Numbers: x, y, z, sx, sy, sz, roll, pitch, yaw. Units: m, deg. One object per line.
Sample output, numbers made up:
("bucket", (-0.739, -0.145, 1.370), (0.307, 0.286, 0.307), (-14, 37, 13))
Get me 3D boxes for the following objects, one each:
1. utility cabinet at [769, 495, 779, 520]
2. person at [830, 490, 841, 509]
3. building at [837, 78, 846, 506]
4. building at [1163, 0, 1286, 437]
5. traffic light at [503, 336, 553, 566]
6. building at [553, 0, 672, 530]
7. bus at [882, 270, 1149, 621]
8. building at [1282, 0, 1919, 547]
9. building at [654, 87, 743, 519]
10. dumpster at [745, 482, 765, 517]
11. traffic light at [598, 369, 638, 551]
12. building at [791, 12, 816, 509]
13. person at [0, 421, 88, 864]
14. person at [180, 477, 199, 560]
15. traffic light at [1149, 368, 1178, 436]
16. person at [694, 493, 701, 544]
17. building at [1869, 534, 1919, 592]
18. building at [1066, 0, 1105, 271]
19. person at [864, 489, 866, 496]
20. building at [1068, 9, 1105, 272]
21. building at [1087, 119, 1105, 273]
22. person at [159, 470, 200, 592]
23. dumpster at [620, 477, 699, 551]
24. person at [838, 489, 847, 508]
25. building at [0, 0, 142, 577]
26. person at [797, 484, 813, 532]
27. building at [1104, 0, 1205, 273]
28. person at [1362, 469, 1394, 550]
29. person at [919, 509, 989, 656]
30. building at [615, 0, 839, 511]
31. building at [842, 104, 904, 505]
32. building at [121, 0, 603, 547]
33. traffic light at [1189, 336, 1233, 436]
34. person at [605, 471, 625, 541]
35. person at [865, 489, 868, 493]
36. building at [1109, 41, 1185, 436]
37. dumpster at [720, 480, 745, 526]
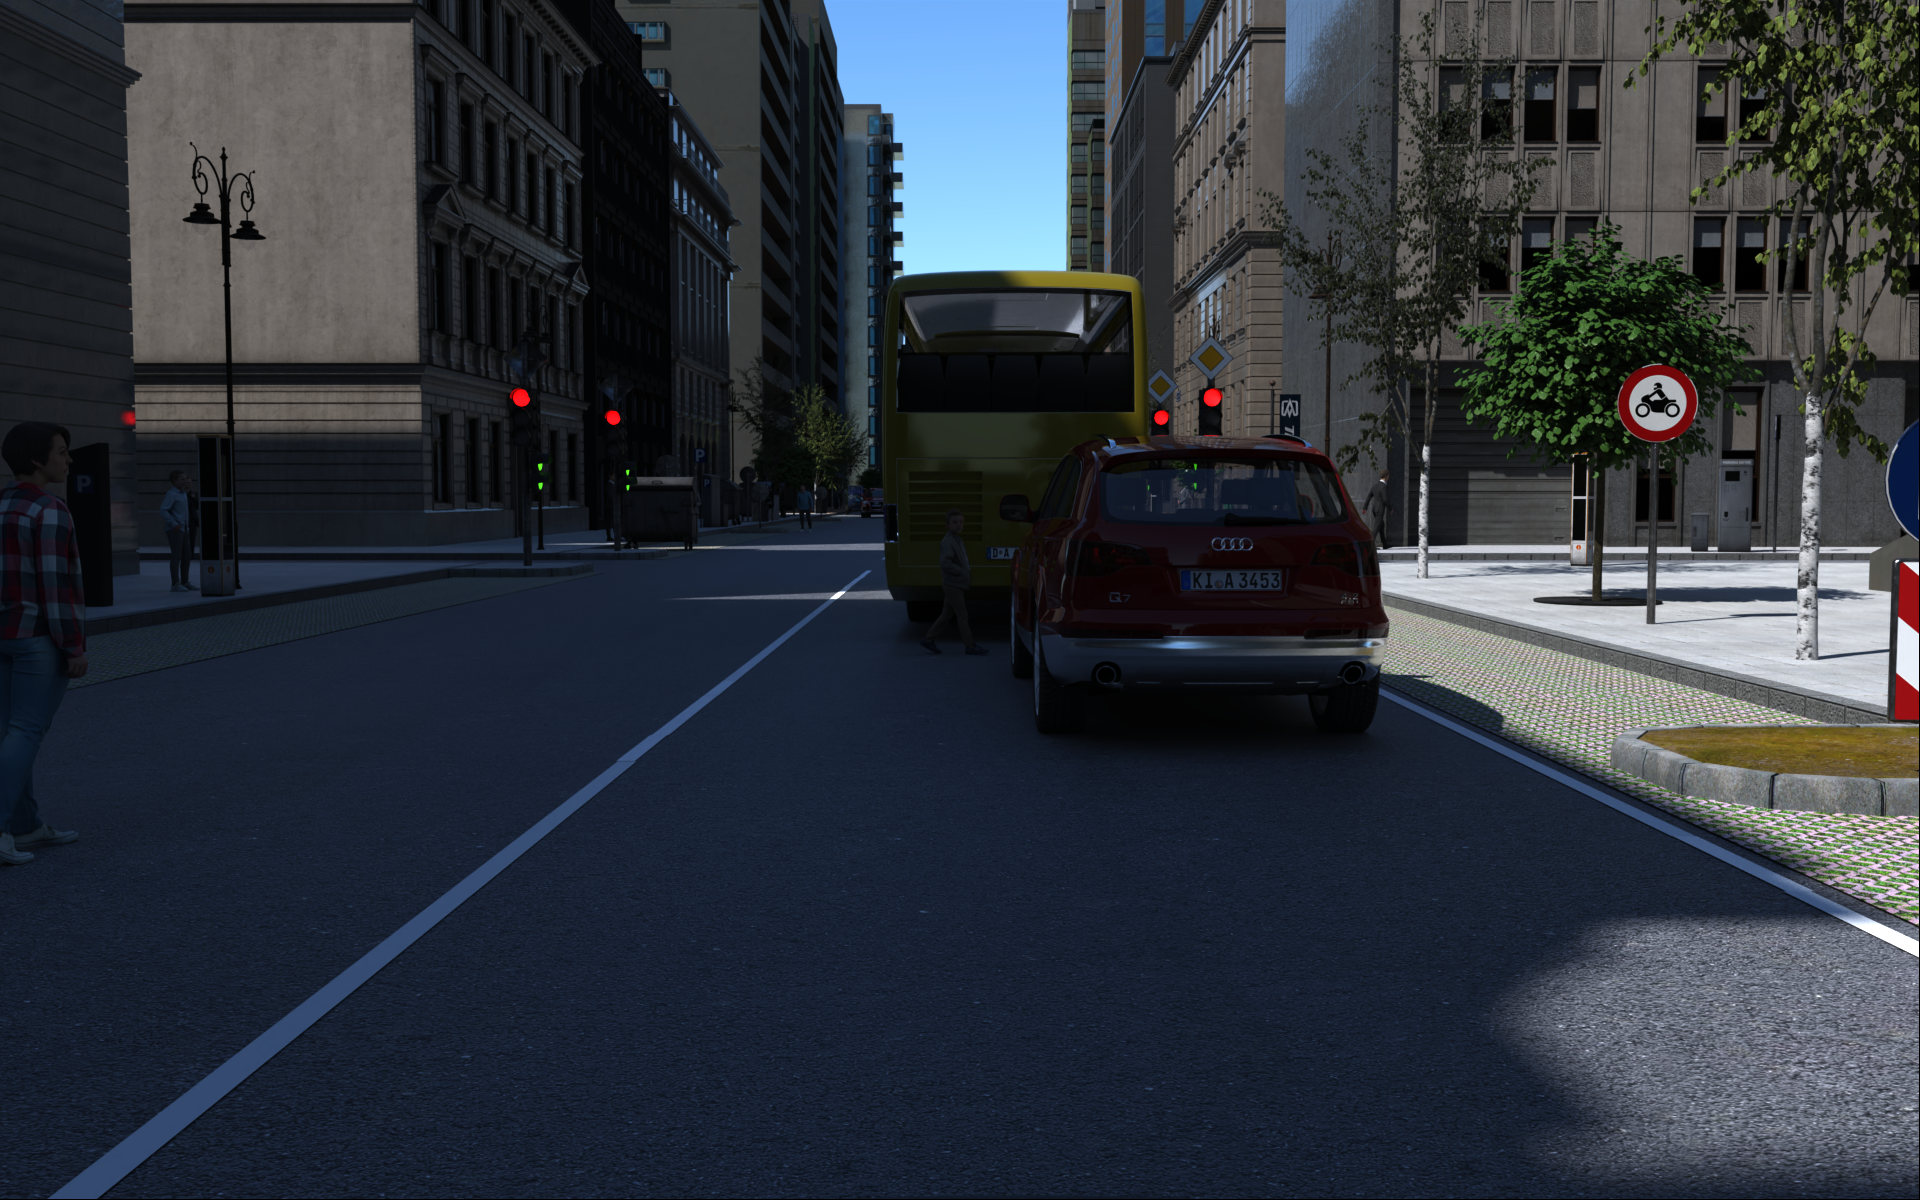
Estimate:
("utility cabinet", (-9.425, -4.531, 85.251), (1.020, 1.237, 0.306), (-1, 4, -20))
("person", (-10.508, -8.589, 146.548), (0.705, 1.814, 1.350), (3, 4, 37))
("building", (-19.498, -32.371, 179.383), (14.200, 45.320, 14.600), (0, 4, 0))
("building", (16.604, -17.113, 77.067), (12.463, 27.353, 25.104), (0, 4, 0))
("traffic light", (-7.727, -2.568, 30.914), (0.839, 4.253, 0.868), (0, 4, 0))
("building", (-18.902, -14.591, 68.236), (12.332, 23.373, 15.834), (0, 4, 0))
("bus", (0.619, -1.888, 22.415), (2.896, 3.916, 12.252), (0, 4, 1))
("building", (19.826, -13.995, 46.845), (19.932, 24.808, 12.078), (0, 4, 0))
("building", (-19.182, -15.070, 88.190), (13.314, 21.916, 24.055), (0, 4, 0))
("dumpster", (-9.807, -4.596, 80.895), (1.264, 1.857, 1.865), (0, 4, 0))
("traffic light", (-7.698, -3.057, 38.899), (0.839, 4.253, 0.868), (0, 4, 0))
("building", (-19.539, -28.103, 143.075), (14.154, 41.232, 14.086), (0, 4, 0))
("person", (-3.735, 0.150, 6.886), (0.563, 1.720, 0.643), (2, 4, 31))
("person", (-15.224, -1.533, 33.986), (0.534, 1.772, 0.576), (2, 4, 28))
("traffic light", (4.464, -3.055, 38.871), (0.839, 4.253, 0.868), (0, 4, 0))
("person", (-7.769, -2.520, 49.899), (0.606, 1.804, 0.583), (0, 4, -1))
("building", (28.268, -19.763, 15.015), (32.217, 40.220, 23.993), (0, 4, 0))
("building", (21.036, -38.498, 171.442), (21.231, 58.520, 28.212), (0, 4, 0))
("person", (-9.180, -9.917, 168.868), (0.721, 1.739, 1.217), (0, 4, -6))
("building", (16.258, -28.545, 150.311), (14.154, 41.232, 14.086), (0, 4, 0))
("building", (16.876, -22.316, 136.566), (14.160, 30.474, 14.107), (0, 4, 0))
("person", (-10.297, -0.916, 22.825), (0.330, 1.601, 0.589), (1, 4, 11))
("dumpster", (-7.558, -2.166, 43.637), (1.865, 1.857, 1.264), (0, 4, -2))
("person", (-10.775, -9.346, 159.377), (0.617, 1.759, 0.750), (1, 4, 22))
("building", (-27.880, -14.925, 21.520), (29.804, 29.767, 11.434), (0, 4, 0))
("person", (-5.859, -3.498, 65.714), (0.660, 1.820, 0.620), (1, 4, 11))
("building", (17.628, -28.859, 121.953), (14.600, 45.320, 14.200), (0, 4, 0))
("person", (9.731, -2.085, 39.917), (0.755, 1.850, 0.659), (-1, 4, -15))
("person", (-0.052, -0.164, 15.449), (0.640, 1.303, 0.475), (0, 4, 4))
("building", (-22.753, -32.849, 160.779), (21.300, 48.544, 21.600), (0, 4, 0))
("building", (-22.040, -36.213, 211.682), (30.456, 49.044, 23.786), (0, 4, 0))
("building", (-17.675, -11.387, 50.800), (10.561, 19.102, 19.286), (0, 4, 0))
("traffic light", (4.434, -2.567, 30.886), (0.839, 4.253, 0.868), (0, 4, 0))
("person", (-9.385, -2.546, 47.027), (0.474, 1.900, 0.648), (-2, 4, -26))
("person", (-9.263, -10.006, 170.374), (0.721, 1.736, 1.217), (-3, 4, -36))
("building", (16.737, -18.842, 101.566), (14.314, 27.812, 24.014), (0, 4, 0))
("dumpster", (-9.659, -3.986, 70.933), (1.264, 1.857, 1.865), (0, 4, 0))
